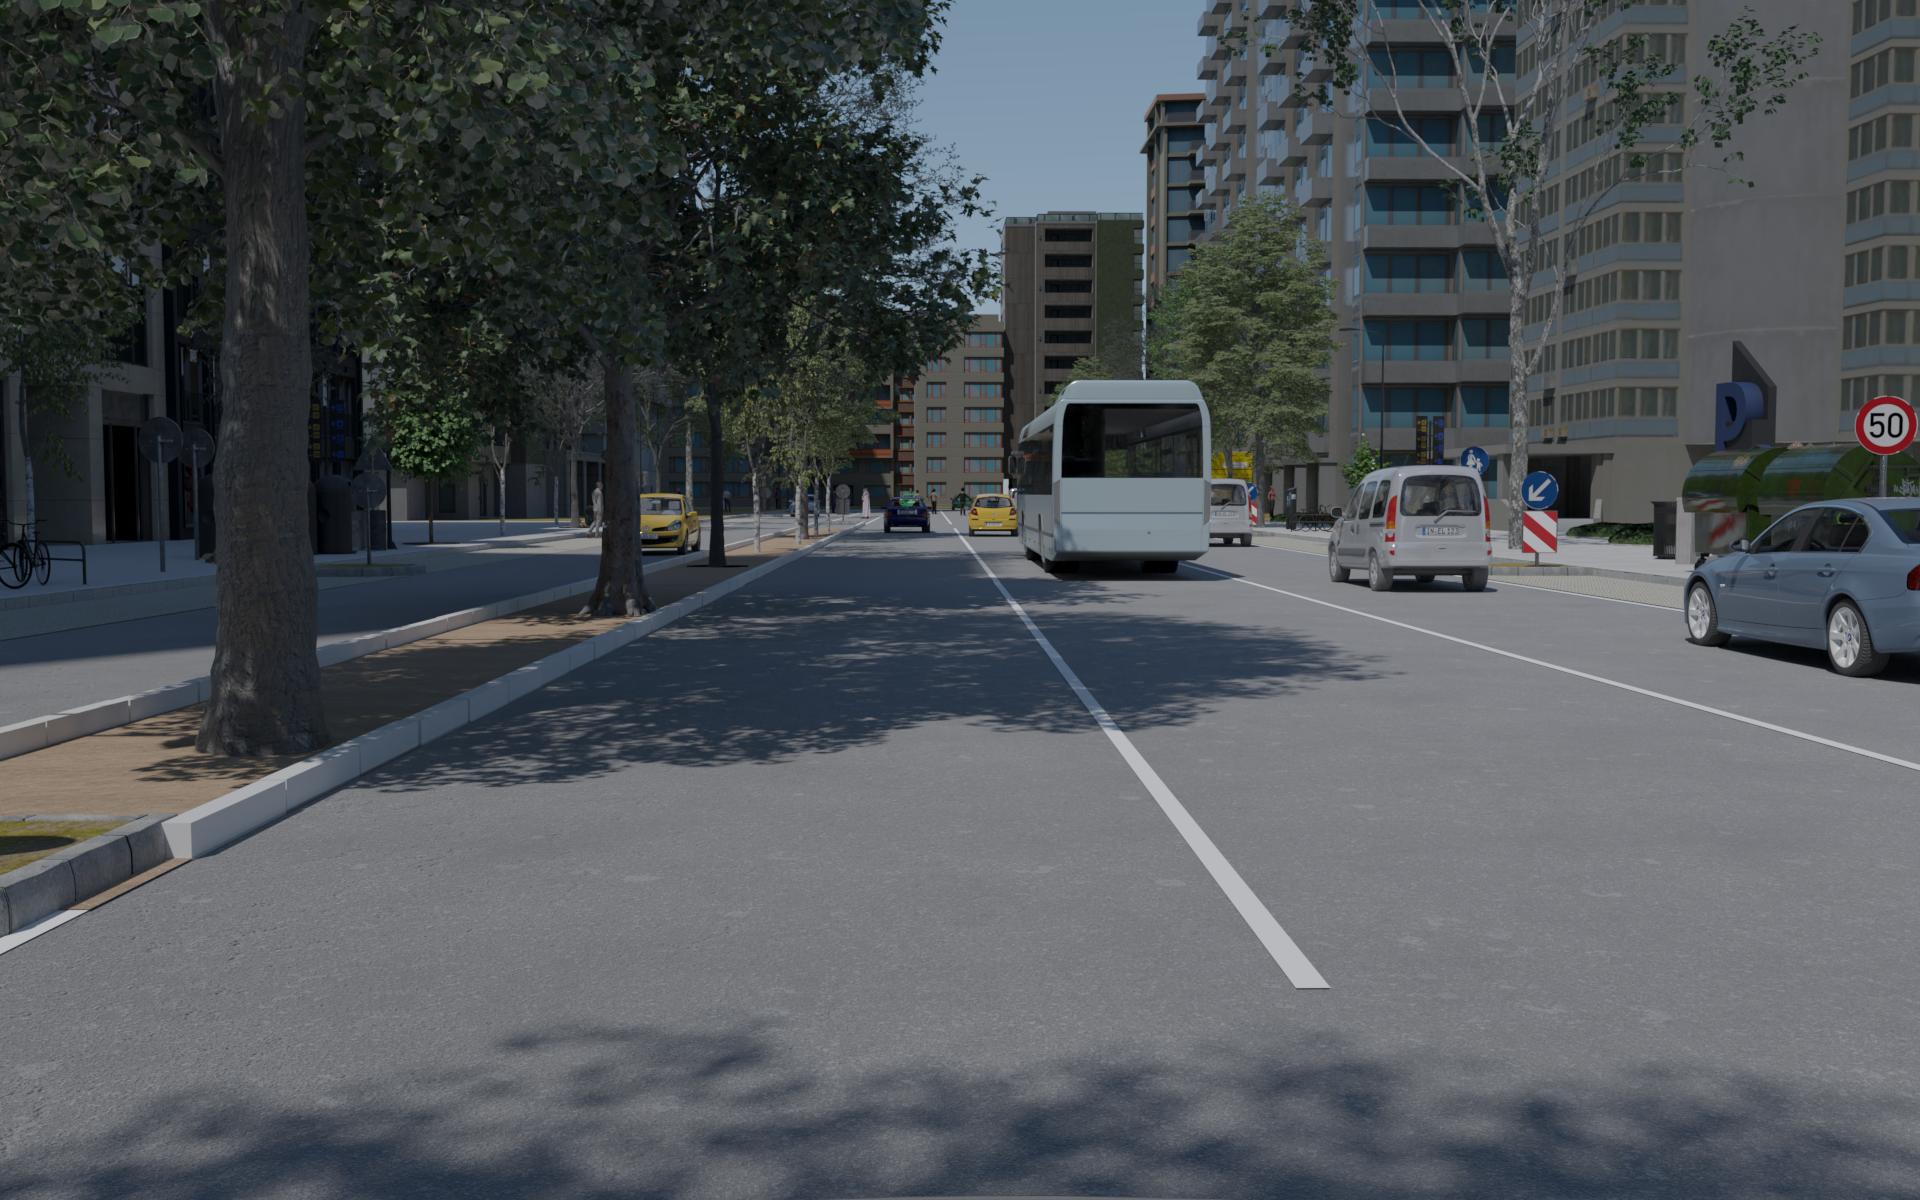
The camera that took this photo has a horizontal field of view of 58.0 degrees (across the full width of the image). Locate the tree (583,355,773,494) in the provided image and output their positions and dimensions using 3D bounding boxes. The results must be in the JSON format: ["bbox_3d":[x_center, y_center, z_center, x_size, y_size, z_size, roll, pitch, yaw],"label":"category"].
[{"bbox_3d":[-13.860,-8.914,80.159,8.767,10.594,7.601,0,4,5],"label":"tree"}]

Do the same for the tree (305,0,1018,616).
[{"bbox_3d":[-4.036,-6.174,20.404,9.611,12.733,9.660,0,3,0],"label":"tree"}]

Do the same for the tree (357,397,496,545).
[{"bbox_3d":[-13.475,-3.705,44.284,4.285,4.588,4.351,0,3,0],"label":"tree"}]

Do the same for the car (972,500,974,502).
[{"bbox_3d":[1.729,-5.816,104.883,2.009,1.686,4.222,0,4,1],"label":"car"}]

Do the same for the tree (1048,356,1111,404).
[{"bbox_3d":[10.921,-13.751,142.949,7.486,12.596,7.792,0,3,0],"label":"tree"}]

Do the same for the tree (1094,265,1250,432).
[{"bbox_3d":[11.378,-11.133,92.387,12.009,13.543,11.850,0,3,0],"label":"tree"}]

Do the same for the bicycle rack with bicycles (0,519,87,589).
[{"bbox_3d":[-13.584,-0.657,24.125,2.925,0.926,2.852,3,4,37],"label":"bicycle rack with bicycles"}]

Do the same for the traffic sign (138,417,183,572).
[{"bbox_3d":[-13.157,-1.737,28.508,0.768,2.556,0.104,0,4,6],"label":"traffic sign"}]

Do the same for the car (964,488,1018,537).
[{"bbox_3d":[1.134,-3.013,59.484,2.015,1.641,3.980,0,4,0],"label":"car"}]

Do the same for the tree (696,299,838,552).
[{"bbox_3d":[-4.911,-5.443,41.812,4.737,8.622,4.395,0,3,0],"label":"tree"}]

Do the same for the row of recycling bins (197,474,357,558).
[{"bbox_3d":[-14.209,-1.766,35.988,1.069,1.692,3.534,2,4,35],"label":"row of recycling bins"}]

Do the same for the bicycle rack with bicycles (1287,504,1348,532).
[{"bbox_3d":[12.457,-2.799,59.147,2.925,0.926,2.852,3,5,40],"label":"bicycle rack with bicycles"}]

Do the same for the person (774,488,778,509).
[{"bbox_3d":[-15.880,-8.802,149.925,0.705,1.831,1.348,-1,4,-15],"label":"person"}]

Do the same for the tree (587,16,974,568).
[{"bbox_3d":[-4.694,-7.363,33.208,12.009,13.543,11.850,0,3,0],"label":"tree"}]

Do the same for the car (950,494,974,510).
[{"bbox_3d":[0.183,-8.708,154.180,2.131,1.459,4.920,0,4,-1],"label":"car"}]

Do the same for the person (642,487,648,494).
[{"bbox_3d":[-19.967,-6.257,109.078,1.217,1.736,0.721,1,4,21],"label":"person"}]

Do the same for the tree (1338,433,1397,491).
[{"bbox_3d":[12.667,-3.672,54.634,1.663,3.219,1.824,0,3,0],"label":"tree"}]

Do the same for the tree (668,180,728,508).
[{"bbox_3d":[-13.876,-14.635,95.177,12.611,20.169,13.585,0,3,0],"label":"tree"}]

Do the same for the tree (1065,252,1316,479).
[{"bbox_3d":[11.537,-9.115,74.780,9.928,11.665,9.643,0,3,0],"label":"tree"}]

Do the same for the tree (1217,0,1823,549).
[{"bbox_3d":[12.175,-11.170,38.523,12.611,20.169,13.585,0,3,0],"label":"tree"}]

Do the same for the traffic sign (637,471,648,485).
[{"bbox_3d":[-14.033,-4.533,76.251,0.606,2.300,0.079,0,4,4],"label":"traffic sign"}]

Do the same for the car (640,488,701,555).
[{"bbox_3d":[-7.301,-1.936,41.883,2.015,1.641,3.980,0,4,-2],"label":"car"}]

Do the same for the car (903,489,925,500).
[{"bbox_3d":[-3.673,-7.614,133.292,1.959,1.807,4.718,0,4,1],"label":"car"}]

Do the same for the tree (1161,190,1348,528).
[{"bbox_3d":[11.075,-9.004,65.346,7.486,12.596,7.792,0,3,0],"label":"tree"}]

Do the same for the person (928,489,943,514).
[{"bbox_3d":[-1.809,-7.013,123.178,1.348,1.823,0.705,3,4,37],"label":"person"}]

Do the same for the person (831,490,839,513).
[{"bbox_3d":[-9.325,-7.360,129.283,0.568,1.767,0.683,0,4,-4],"label":"person"}]

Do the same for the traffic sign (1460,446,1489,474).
[{"bbox_3d":[13.670,-2.814,46.107,0.768,2.556,0.104,0,4,5],"label":"traffic sign"}]

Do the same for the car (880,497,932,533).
[{"bbox_3d":[-2.013,-3.212,65.099,1.945,1.354,3.894,0,4,-3],"label":"car"}]

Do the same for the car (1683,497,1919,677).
[{"bbox_3d":[7.813,-0.173,14.825,2.014,1.417,4.499,0,4,1],"label":"car"}]

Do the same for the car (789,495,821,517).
[{"bbox_3d":[-9.832,-5.988,109.909,2.014,1.417,4.499,0,4,-2],"label":"car"}]

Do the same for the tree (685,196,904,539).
[{"bbox_3d":[-5.078,-8.200,54.654,7.486,12.596,7.792,0,3,0],"label":"tree"}]

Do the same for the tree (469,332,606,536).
[{"bbox_3d":[-14.021,-6.302,53.404,4.360,8.622,3.978,0,3,0],"label":"tree"}]

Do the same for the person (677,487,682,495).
[{"bbox_3d":[-17.360,-6.114,106.932,0.530,1.710,0.541,-1,4,-18],"label":"person"}]

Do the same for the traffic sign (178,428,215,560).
[{"bbox_3d":[-14.769,-2.040,33.453,0.768,2.556,0.104,0,4,5],"label":"traffic sign"}]

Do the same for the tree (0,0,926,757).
[{"bbox_3d":[-3.925,-6.134,9.406,9.857,13.997,8.962,0,3,0],"label":"tree"}]

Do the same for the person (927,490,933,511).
[{"bbox_3d":[-2.528,-8.623,150.011,0.750,1.759,0.617,-1,4,-13],"label":"person"}]

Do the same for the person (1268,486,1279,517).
[{"bbox_3d":[17.252,-5.416,95.313,0.721,1.743,1.217,3,4,37],"label":"person"}]

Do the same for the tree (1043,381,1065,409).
[{"bbox_3d":[10.935,-13.858,152.329,9.928,11.665,9.643,0,3,0],"label":"tree"}]

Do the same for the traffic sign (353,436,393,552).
[{"bbox_3d":[-13.079,-2.360,38.585,0.884,2.594,0.081,0,4,-1],"label":"traffic sign"}]

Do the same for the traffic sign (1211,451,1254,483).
[{"bbox_3d":[12.715,-5.380,81.839,2.265,3.308,0.079,0,4,3],"label":"traffic sign"}]

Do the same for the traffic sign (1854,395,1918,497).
[{"bbox_3d":[11.983,-1.369,22.497,0.768,2.556,0.104,1,4,8],"label":"traffic sign"}]

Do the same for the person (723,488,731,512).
[{"bbox_3d":[-16.274,-6.971,120.955,0.756,1.711,0.436,2,4,30],"label":"person"}]

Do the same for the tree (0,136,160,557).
[{"bbox_3d":[-18.727,-5.188,35.180,4.737,8.622,4.395,0,3,0],"label":"tree"}]

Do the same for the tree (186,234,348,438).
[{"bbox_3d":[-18.917,-5.907,46.940,4.360,8.622,3.978,0,3,0],"label":"tree"}]

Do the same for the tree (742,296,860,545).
[{"bbox_3d":[-4.580,-5.869,48.771,4.360,8.622,3.978,0,3,0],"label":"tree"}]

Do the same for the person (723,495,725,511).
[{"bbox_3d":[-17.620,-7.414,127.922,0.551,1.740,0.621,2,4,34],"label":"person"}]

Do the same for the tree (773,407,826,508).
[{"bbox_3d":[-15.492,-13.715,158.660,7.601,10.594,8.767,-2,4,-30],"label":"tree"}]
